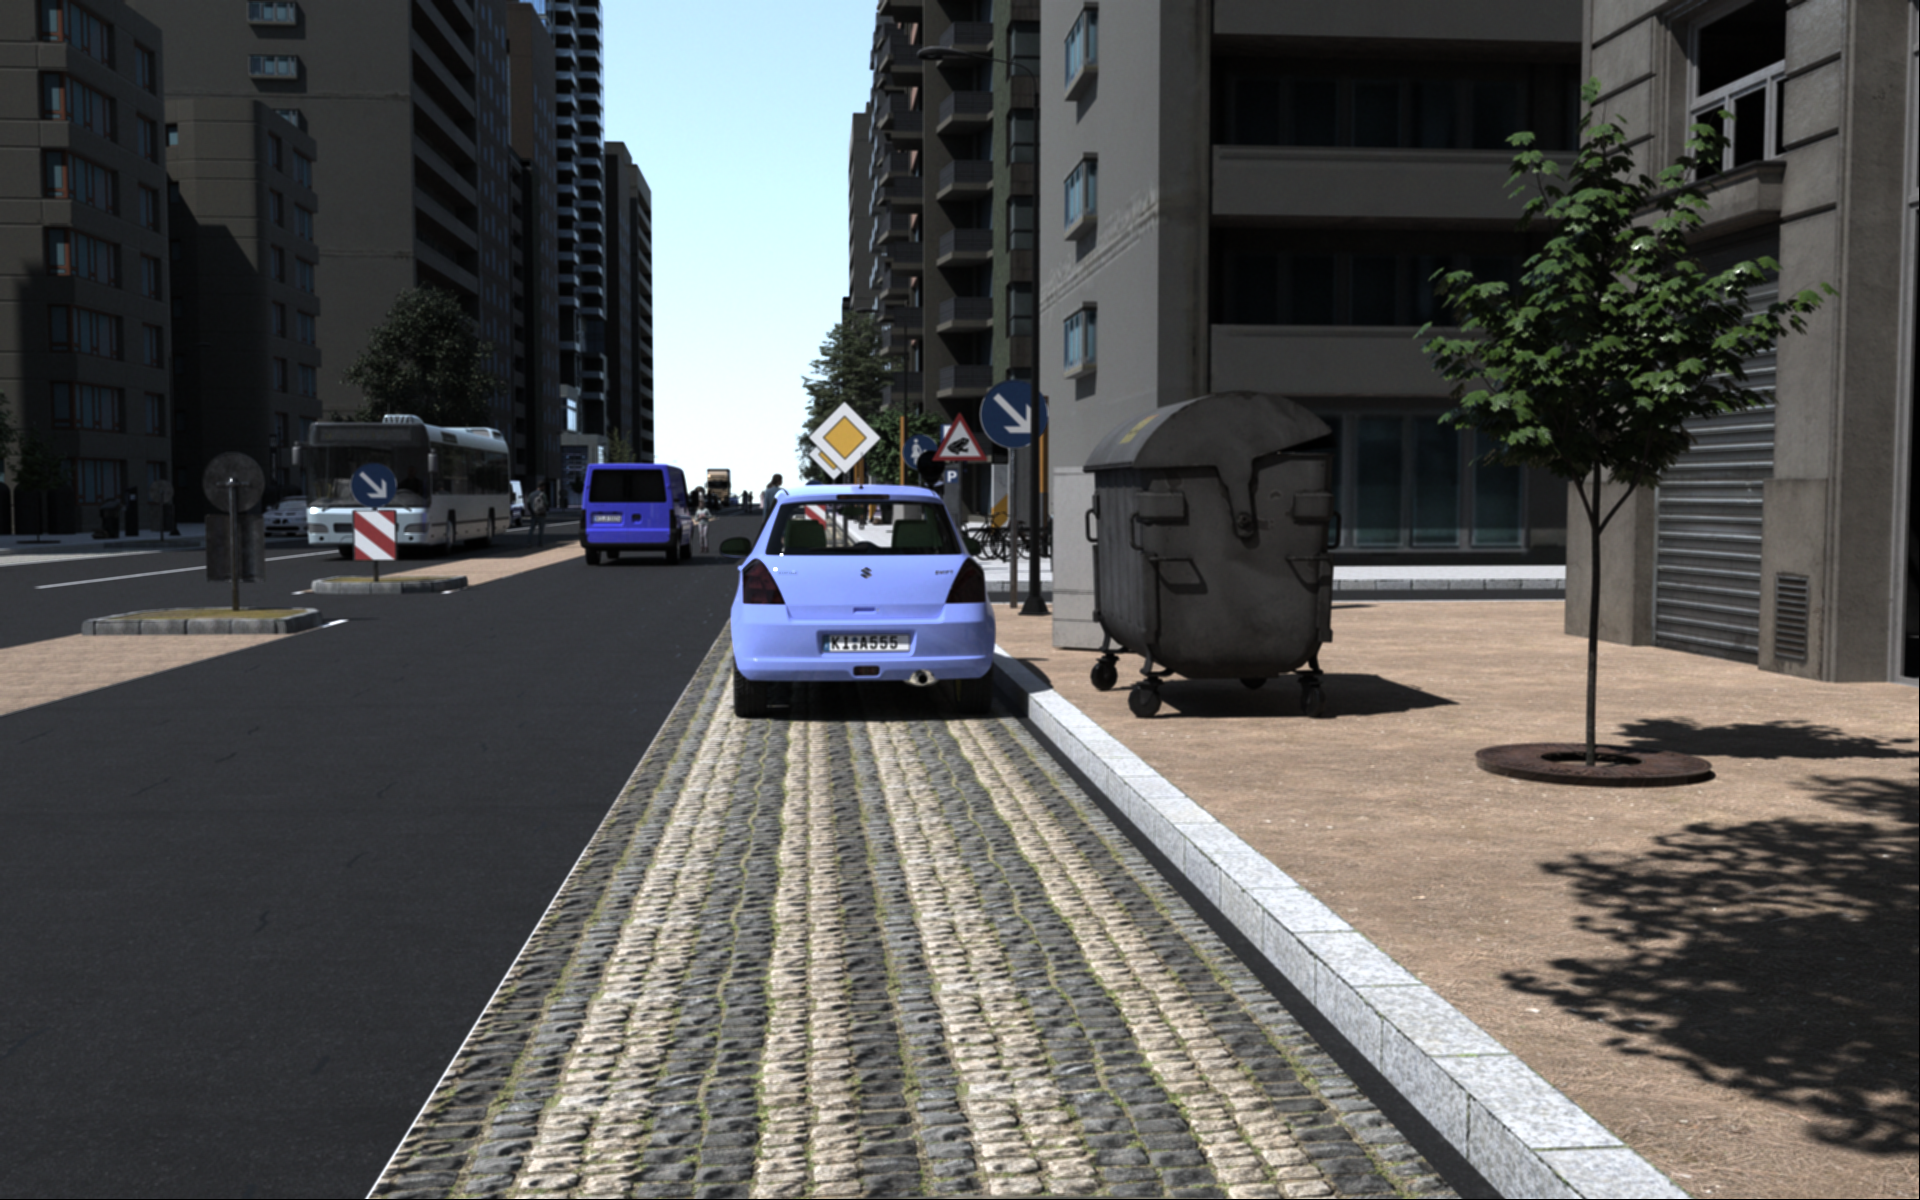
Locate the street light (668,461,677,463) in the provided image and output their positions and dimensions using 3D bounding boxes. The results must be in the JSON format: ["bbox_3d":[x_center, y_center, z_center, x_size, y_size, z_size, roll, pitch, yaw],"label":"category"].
[{"bbox_3d":[-40.286,-16.500,242.309,1.470,5.913,1.316,0,4,-5],"label":"street light"}]

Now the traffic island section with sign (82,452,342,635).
[{"bbox_3d":[-7.928,-0.630,18.441,2.006,1.907,1.989,0,4,-5],"label":"traffic island section with sign"}]

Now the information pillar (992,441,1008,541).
[{"bbox_3d":[1.089,-3.459,47.912,0.504,3.616,0.183,-2,4,-29],"label":"information pillar"}]

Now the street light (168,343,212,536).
[{"bbox_3d":[-23.708,-4.943,53.353,1.470,5.913,1.316,0,4,-5],"label":"street light"}]

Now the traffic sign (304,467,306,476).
[{"bbox_3d":[-25.759,-4.218,69.078,0.768,2.556,0.104,0,4,-4],"label":"traffic sign"}]

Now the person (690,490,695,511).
[{"bbox_3d":[-22.851,-8.489,147.749,0.568,1.767,0.683,1,4,13],"label":"person"}]

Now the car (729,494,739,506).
[{"bbox_3d":[-27.807,-12.298,210.661,1.945,1.707,3.694,0,4,-7],"label":"car"}]

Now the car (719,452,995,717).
[{"bbox_3d":[-0.764,-0.175,12.454,1.945,1.707,3.694,0,4,-6],"label":"car"}]

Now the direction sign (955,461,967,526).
[{"bbox_3d":[0.041,-4.767,69.944,0.379,3.537,0.876,2,4,34],"label":"direction sign"}]

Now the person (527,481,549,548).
[{"bbox_3d":[-11.204,-2.273,46.018,0.623,1.781,0.721,0,4,1],"label":"person"}]

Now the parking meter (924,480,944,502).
[{"bbox_3d":[-0.469,-1.401,31.325,0.372,1.533,0.369,0,3,0],"label":"parking meter"}]

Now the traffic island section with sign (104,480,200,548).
[{"bbox_3d":[-21.649,-2.323,46.604,1.989,1.847,2.006,0,4,-5],"label":"traffic island section with sign"}]

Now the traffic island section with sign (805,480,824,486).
[{"bbox_3d":[-4.230,-2.482,49.211,1.989,1.847,2.006,0,4,-5],"label":"traffic island section with sign"}]

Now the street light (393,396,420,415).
[{"bbox_3d":[-26.184,-6.688,81.896,1.470,5.913,1.316,0,4,-5],"label":"street light"}]

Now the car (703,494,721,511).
[{"bbox_3d":[-21.777,-8.620,150.727,2.009,1.686,4.222,0,4,-4],"label":"car"}]

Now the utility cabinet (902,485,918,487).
[{"bbox_3d":[-1.283,-2.036,41.970,0.318,1.500,1.173,1,4,20],"label":"utility cabinet"}]

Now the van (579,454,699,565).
[{"bbox_3d":[-6.779,-1.982,36.787,2.240,2.365,5.245,0,4,-5],"label":"van"}]

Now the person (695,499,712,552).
[{"bbox_3d":[-6.314,-1.827,42.649,0.425,1.301,0.394,0,4,-6],"label":"person"}]

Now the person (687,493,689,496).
[{"bbox_3d":[-12.154,-4.125,76.532,0.643,1.750,0.593,-3,5,-45],"label":"person"}]

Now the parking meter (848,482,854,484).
[{"bbox_3d":[-5.390,-4.896,85.754,0.255,1.863,0.399,-2,4,-28],"label":"parking meter"}]

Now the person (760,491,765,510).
[{"bbox_3d":[-18.167,-9.207,159.704,0.551,1.740,0.621,-3,5,-40],"label":"person"}]

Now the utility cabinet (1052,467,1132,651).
[{"bbox_3d":[1.344,-0.331,14.083,1.173,1.500,0.318,2,4,31],"label":"utility cabinet"}]

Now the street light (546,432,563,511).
[{"bbox_3d":[-30.366,-9.607,129.621,1.470,5.913,1.316,0,4,-5],"label":"street light"}]

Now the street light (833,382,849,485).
[{"bbox_3d":[-4.574,-6.094,72.173,1.470,5.913,1.316,0,4,-5],"label":"street light"}]

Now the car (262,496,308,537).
[{"bbox_3d":[-22.526,-2.873,59.341,2.083,1.381,4.827,0,4,-5],"label":"car"}]

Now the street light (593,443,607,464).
[{"bbox_3d":[-32.957,-11.365,158.356,1.470,5.913,1.316,0,4,-5],"label":"street light"}]

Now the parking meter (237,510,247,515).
[{"bbox_3d":[-28.388,-3.834,68.404,0.255,1.863,0.399,1,4,10],"label":"parking meter"}]

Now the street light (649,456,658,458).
[{"bbox_3d":[-37.755,-14.682,212.595,1.470,5.913,1.316,0,4,-5],"label":"street light"}]

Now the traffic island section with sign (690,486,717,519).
[{"bbox_3d":[-15.166,-5.660,100.670,2.006,1.907,1.989,0,4,-5],"label":"traffic island section with sign"}]

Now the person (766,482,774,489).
[{"bbox_3d":[-4.624,-2.031,42.462,0.466,1.731,0.760,1,4,20],"label":"person"}]

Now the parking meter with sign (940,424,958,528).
[{"bbox_3d":[-0.221,-2.823,42.416,0.543,3.016,1.738,0,3,0],"label":"parking meter with sign"}]

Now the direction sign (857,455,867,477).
[{"bbox_3d":[-4.577,-5.366,79.728,0.379,3.537,0.876,3,4,36],"label":"direction sign"}]

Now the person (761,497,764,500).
[{"bbox_3d":[-14.897,-7.664,134.491,1.217,1.739,0.721,-2,4,-26],"label":"person"}]

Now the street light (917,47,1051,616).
[{"bbox_3d":[0.255,-2.793,18.210,1.470,5.913,1.316,0,4,-5],"label":"street light"}]

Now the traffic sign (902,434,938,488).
[{"bbox_3d":[-0.844,-2.252,36.918,0.768,2.556,0.104,0,4,-3],"label":"traffic sign"}]

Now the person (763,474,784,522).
[{"bbox_3d":[-3.548,-1.523,33.431,0.581,1.822,0.654,1,4,13],"label":"person"}]

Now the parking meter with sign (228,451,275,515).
[{"bbox_3d":[-28.828,-4.543,70.537,1.738,3.016,0.543,-2,4,-28],"label":"parking meter with sign"}]

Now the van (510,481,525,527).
[{"bbox_3d":[-20.496,-4.399,76.301,2.240,2.365,5.245,0,4,-7],"label":"van"}]

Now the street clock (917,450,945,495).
[{"bbox_3d":[-0.483,-1.484,28.836,0.471,2.002,0.358,0,4,-2],"label":"street clock"}]

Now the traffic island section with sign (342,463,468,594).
[{"bbox_3d":[-8.568,-1.082,25.820,2.006,1.907,1.989,0,4,-5],"label":"traffic island section with sign"}]

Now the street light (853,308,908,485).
[{"bbox_3d":[-1.904,-4.336,43.434,1.470,5.913,1.316,0,4,-5],"label":"street light"}]

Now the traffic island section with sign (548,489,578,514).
[{"bbox_3d":[-28.488,-7.082,124.415,1.989,1.847,2.006,0,4,-5],"label":"traffic island section with sign"}]

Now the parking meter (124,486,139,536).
[{"bbox_3d":[-25.231,-2.711,52.732,0.372,1.533,0.369,0,3,0],"label":"parking meter"}]

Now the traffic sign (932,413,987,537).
[{"bbox_3d":[-0.003,-1.699,27.779,0.884,2.594,0.081,0,4,2],"label":"traffic sign"}]

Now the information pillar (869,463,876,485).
[{"bbox_3d":[-3.920,-5.278,77.654,0.183,3.616,0.504,2,4,30],"label":"information pillar"}]

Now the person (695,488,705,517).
[{"bbox_3d":[-14.537,-5.373,96.568,0.478,1.798,0.641,3,4,38],"label":"person"}]

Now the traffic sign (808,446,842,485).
[{"bbox_3d":[-1.942,-1.408,26.665,0.795,2.450,0.064,0,4,-5],"label":"traffic sign"}]

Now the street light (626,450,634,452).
[{"bbox_3d":[-35.194,-12.927,183.903,1.470,5.913,1.316,0,4,-5],"label":"street light"}]

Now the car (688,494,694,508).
[{"bbox_3d":[-24.560,-9.093,160.465,2.131,1.459,4.920,0,4,-6],"label":"car"}]

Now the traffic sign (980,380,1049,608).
[{"bbox_3d":[0.604,-1.180,19.398,0.768,2.556,0.104,0,4,1],"label":"traffic sign"}]

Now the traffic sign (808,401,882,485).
[{"bbox_3d":[-1.242,-0.922,18.710,0.795,2.450,0.064,0,4,-5],"label":"traffic sign"}]
